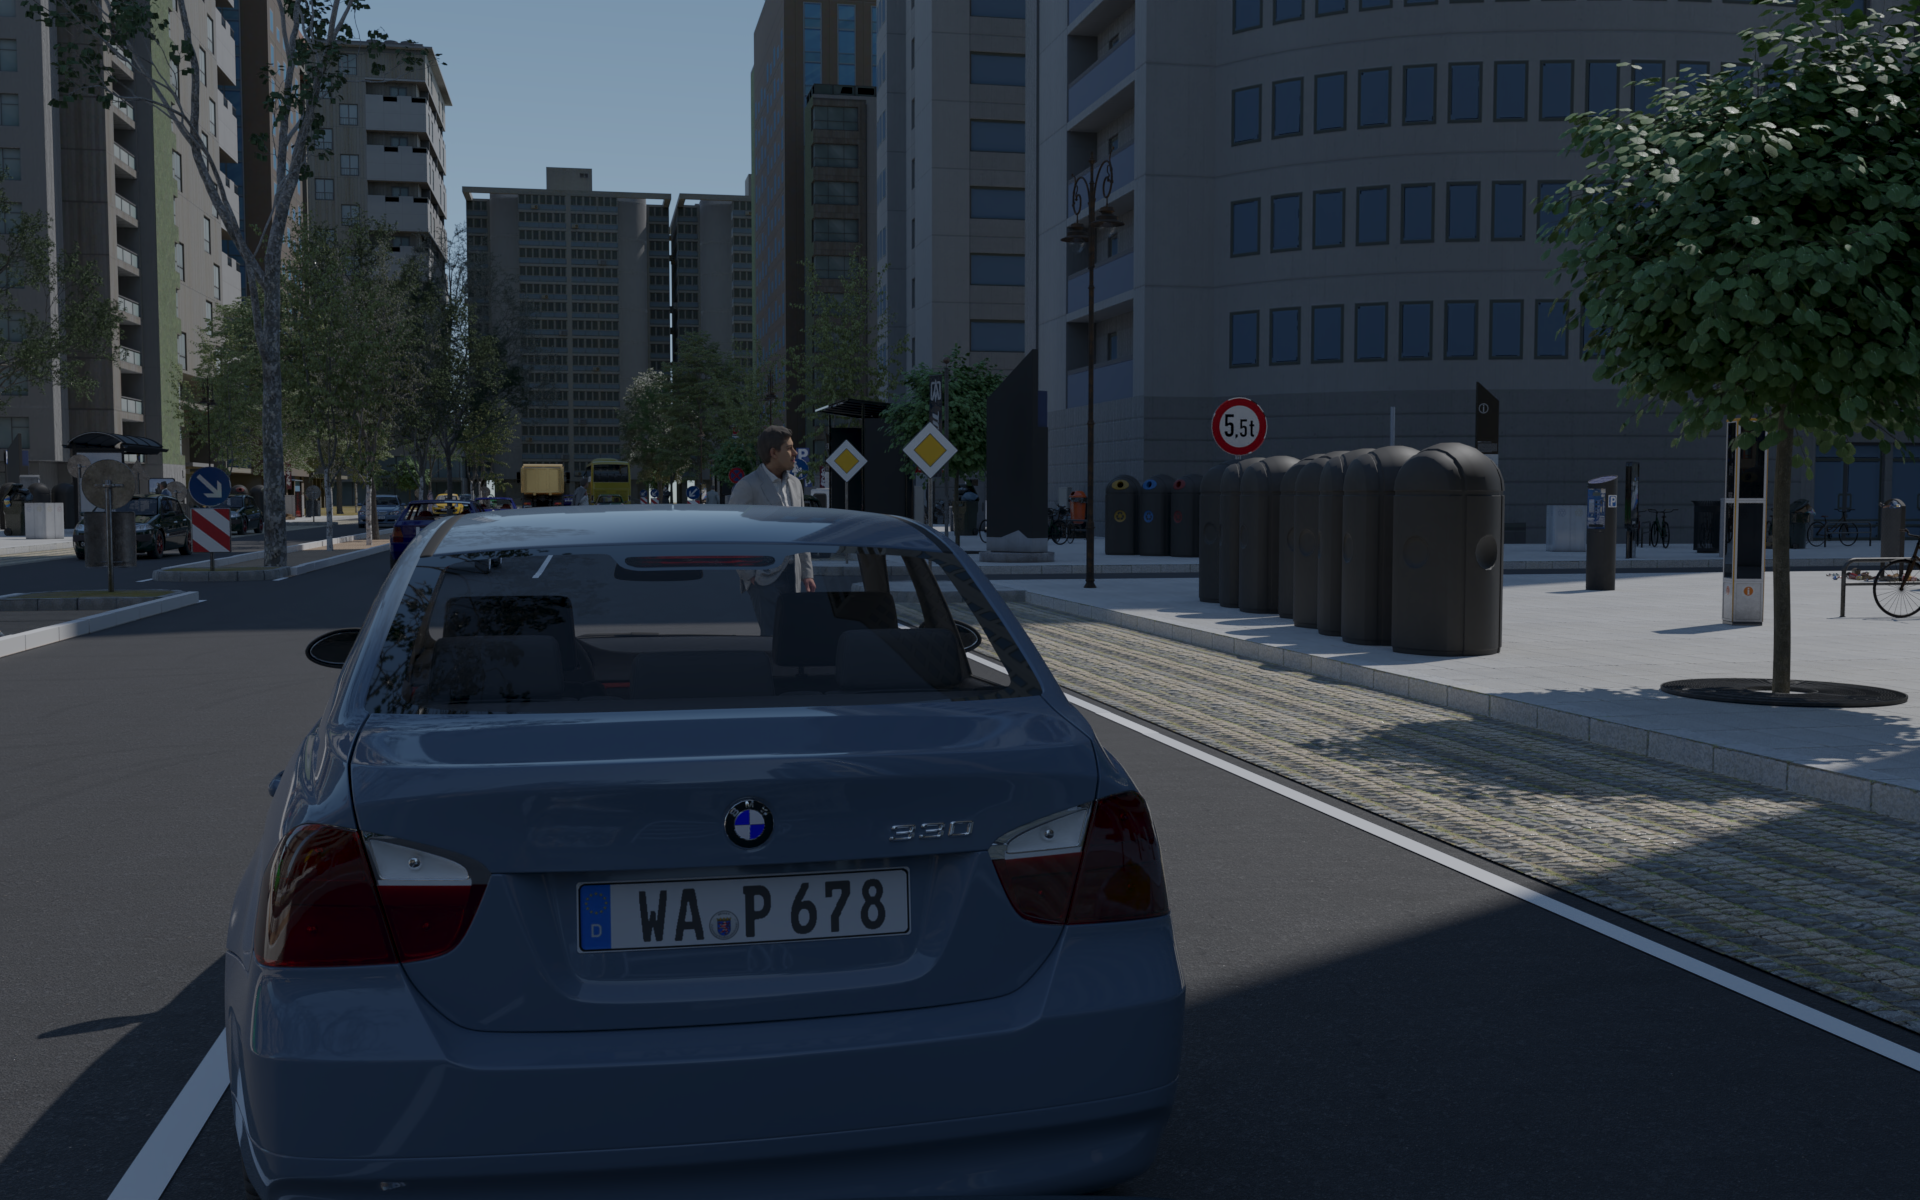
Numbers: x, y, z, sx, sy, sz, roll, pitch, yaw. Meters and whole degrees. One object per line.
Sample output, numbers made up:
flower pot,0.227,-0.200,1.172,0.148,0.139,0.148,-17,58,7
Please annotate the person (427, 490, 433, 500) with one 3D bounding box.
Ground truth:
person,-39.798,-7.396,130.092,0.621,1.740,0.551,-1,4,-17

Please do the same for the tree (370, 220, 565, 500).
tree,-22.782,-10.044,77.049,12.009,13.543,11.850,0,3,0

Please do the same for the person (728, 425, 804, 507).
person,-1.199,-0.133,10.517,0.795,1.843,0.661,3,5,40

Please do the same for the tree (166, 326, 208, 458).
tree,-31.579,-7.561,73.978,4.737,8.622,4.395,0,3,0

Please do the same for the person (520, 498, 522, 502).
person,-30.020,-6.846,120.561,1.348,1.807,0.705,1,4,12

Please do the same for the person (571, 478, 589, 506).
person,-9.379,-2.099,42.922,0.850,1.850,0.679,0,4,-3

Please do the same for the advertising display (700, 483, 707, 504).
advertising display,-15.365,-6.020,103.643,0.123,1.923,0.974,1,4,10

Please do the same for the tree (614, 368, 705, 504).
tree,-30.021,-16.305,173.241,9.857,13.997,8.962,0,3,0

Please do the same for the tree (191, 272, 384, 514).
tree,-35.149,-10.389,87.987,7.486,12.596,7.792,0,3,0

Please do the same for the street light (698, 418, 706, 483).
street light,-15.740,-8.108,105.357,0.468,5.910,1.993,-1,4,-12

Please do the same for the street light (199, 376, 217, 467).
street light,-29.544,-5.834,68.168,0.468,5.910,1.993,-1,4,-12

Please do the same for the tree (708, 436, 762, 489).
tree,-11.175,-6.422,88.714,4.285,4.588,4.351,0,3,0

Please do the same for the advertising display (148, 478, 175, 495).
advertising display,-31.536,-3.869,68.469,0.974,1.923,0.123,-1,4,-14

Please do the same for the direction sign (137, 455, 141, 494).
direction sign,-38.591,-5.470,81.432,0.379,3.537,0.876,-2,4,-34

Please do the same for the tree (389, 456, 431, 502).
tree,-45.743,-9.784,143.684,4.285,4.588,4.351,0,3,0

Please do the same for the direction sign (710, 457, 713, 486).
direction sign,-15.219,-6.974,106.026,0.379,3.537,0.876,-1,4,-17

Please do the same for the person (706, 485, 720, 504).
person,-10.503,-3.986,73.764,0.635,1.810,0.391,0,4,4

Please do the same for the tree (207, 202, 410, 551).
tree,-15.676,-5.507,42.855,4.737,8.622,4.395,0,3,0

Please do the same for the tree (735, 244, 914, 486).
tree,-3.529,-6.214,51.953,4.737,8.622,4.395,0,3,0

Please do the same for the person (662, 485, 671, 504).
person,-14.772,-4.820,86.670,0.648,1.900,0.474,3,4,38

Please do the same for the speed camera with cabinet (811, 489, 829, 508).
speed camera with cabinet,-4.155,-3.940,58.758,2.038,3.252,0.660,3,4,39

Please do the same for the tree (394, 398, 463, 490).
tree,-52.312,-14.996,170.939,9.928,11.665,9.643,0,3,0

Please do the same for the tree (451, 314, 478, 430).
tree,-19.144,-6.636,61.315,4.360,8.622,3.978,0,3,0

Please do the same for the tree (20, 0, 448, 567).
tree,-14.715,-10.728,33.753,12.611,20.169,13.585,0,3,0

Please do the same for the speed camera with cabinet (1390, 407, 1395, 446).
speed camera with cabinet,10.493,-2.740,39.142,2.038,3.252,0.660,2,4,31

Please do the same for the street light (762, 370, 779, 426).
street light,-7.072,-5.624,64.736,0.468,5.910,1.993,-1,4,-12

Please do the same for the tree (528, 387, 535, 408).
tree,-20.745,-7.966,67.120,8.767,10.594,7.601,-1,4,-12

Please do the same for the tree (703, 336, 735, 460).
tree,-9.427,-7.873,79.083,4.737,8.622,4.395,0,3,0

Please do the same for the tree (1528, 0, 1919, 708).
tree,5.342,-1.667,10.971,4.285,4.588,4.351,0,3,0

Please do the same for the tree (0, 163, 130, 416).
tree,-25.890,-6.797,45.548,8.767,10.594,7.601,0,4,-5

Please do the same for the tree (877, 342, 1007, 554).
tree,-0.081,-3.295,37.591,4.285,4.588,4.351,0,3,0

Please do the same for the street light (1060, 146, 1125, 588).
street light,1.778,-3.102,23.503,0.468,5.910,1.993,-1,4,-12

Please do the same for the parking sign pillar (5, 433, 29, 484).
parking sign pillar,-42.114,-5.436,77.353,1.447,3.967,1.447,3,4,36

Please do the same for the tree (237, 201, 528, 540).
tree,-18.235,-7.156,53.875,8.767,10.594,7.601,-1,4,-12

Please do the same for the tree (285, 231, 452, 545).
tree,-16.484,-5.828,48.102,4.360,8.622,3.978,0,3,0

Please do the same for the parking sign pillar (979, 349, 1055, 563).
parking sign pillar,1.081,-2.715,32.856,1.447,3.967,1.447,-3,5,-40

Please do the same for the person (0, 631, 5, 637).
person,-9.147,-0.202,16.067,0.640,1.303,0.475,1,4,11

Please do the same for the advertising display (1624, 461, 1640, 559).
advertising display,13.444,-1.801,34.660,0.123,1.923,0.974,2,4,30

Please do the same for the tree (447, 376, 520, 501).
tree,-25.301,-8.472,91.344,4.737,8.622,4.395,0,3,0

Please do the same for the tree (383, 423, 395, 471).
tree,-40.399,-11.808,111.192,7.486,12.596,7.792,0,3,0

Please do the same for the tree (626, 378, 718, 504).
tree,-24.903,-13.730,150.236,9.928,11.665,9.643,0,3,0

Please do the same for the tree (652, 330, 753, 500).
tree,-17.838,-12.358,120.188,7.486,12.596,7.792,0,3,0

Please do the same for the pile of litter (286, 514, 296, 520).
pile of litter,-33.645,-4.429,86.378,1.176,0.858,1.719,0,4,7

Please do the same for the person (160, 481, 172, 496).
person,-23.431,-2.591,51.040,0.419,1.800,0.721,-1,4,-16

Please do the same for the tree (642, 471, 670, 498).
tree,-31.826,-12.126,181.967,4.285,4.588,4.351,0,3,0

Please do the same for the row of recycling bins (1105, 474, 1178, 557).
row of recycling bins,4.405,-1.744,35.635,1.069,1.692,3.534,-3,5,-43
